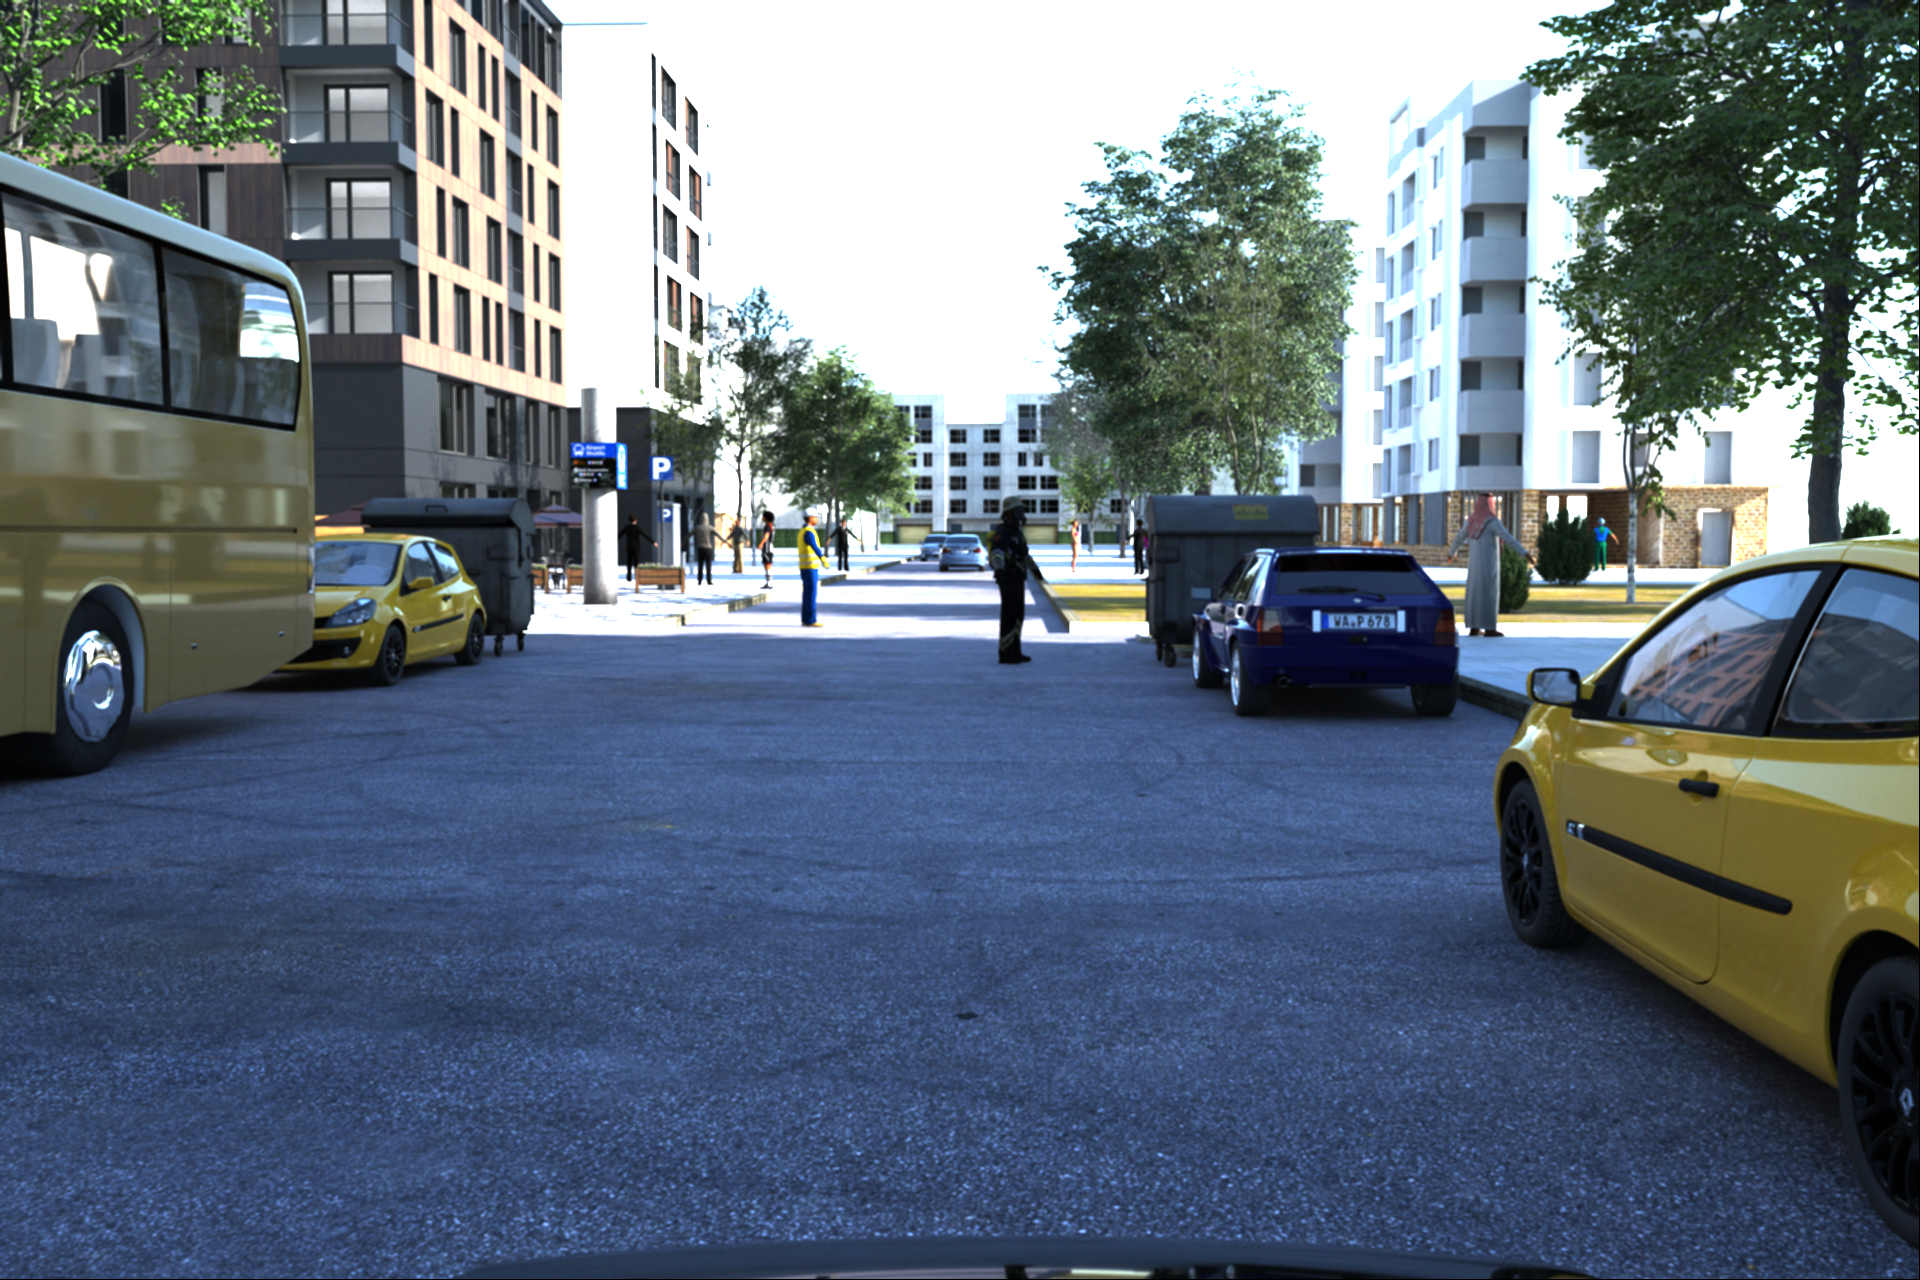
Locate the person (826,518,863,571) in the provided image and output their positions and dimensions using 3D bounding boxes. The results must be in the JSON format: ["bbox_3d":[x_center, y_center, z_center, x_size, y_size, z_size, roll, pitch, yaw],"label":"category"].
[{"bbox_3d":[-4.012,-3.286,59.658,1.347,1.837,0.705,-2,4,-26],"label":"person"}]

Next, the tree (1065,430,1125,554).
[{"bbox_3d":[8.407,-9.754,109.834,4.737,8.622,4.395,0,3,0],"label":"tree"}]

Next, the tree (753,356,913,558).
[{"bbox_3d":[-6.962,-9.583,91.092,8.767,10.594,7.601,-2,4,-27],"label":"tree"}]

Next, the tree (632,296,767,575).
[{"bbox_3d":[-8.467,-6.342,54.052,4.360,8.622,3.978,0,3,0],"label":"tree"}]

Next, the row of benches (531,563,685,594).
[{"bbox_3d":[-8.015,-1.336,37.314,4.104,0.672,1.422,-1,4,-11],"label":"row of benches"}]

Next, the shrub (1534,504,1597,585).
[{"bbox_3d":[15.172,-2.385,43.415,1.690,2.028,1.600,0,3,0],"label":"shrub"}]

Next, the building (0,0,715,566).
[{"bbox_3d":[-26.466,-13.701,67.986,27.936,21.610,32.646,0,4,2],"label":"building"}]

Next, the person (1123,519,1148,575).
[{"bbox_3d":[5.532,-2.898,54.102,1.216,1.740,0.721,-3,5,-42],"label":"person"}]

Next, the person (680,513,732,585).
[{"bbox_3d":[-6.396,-2.280,43.404,1.348,1.813,0.705,0,4,5],"label":"person"}]

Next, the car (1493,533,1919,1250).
[{"bbox_3d":[2.770,0.329,4.846,2.015,1.641,3.980,0,4,1],"label":"car"}]

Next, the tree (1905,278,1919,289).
[{"bbox_3d":[20.092,-6.778,28.941,7.486,12.596,7.792,0,3,0],"label":"tree"}]

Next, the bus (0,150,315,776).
[{"bbox_3d":[-6.401,-0.974,7.475,2.896,3.916,12.252,0,4,1],"label":"bus"}]

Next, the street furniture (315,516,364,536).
[{"bbox_3d":[-15.376,-2.226,43.244,11.010,1.723,9.812,-2,4,-26],"label":"street furniture"}]

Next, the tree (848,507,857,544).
[{"bbox_3d":[-13.834,-16.459,219.461,4.737,8.622,4.395,0,3,0],"label":"tree"}]

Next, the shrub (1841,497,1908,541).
[{"bbox_3d":[18.573,-1.928,35.559,1.661,2.075,1.752,0,3,0],"label":"shrub"}]

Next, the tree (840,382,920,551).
[{"bbox_3d":[-6.570,-12.933,129.589,7.486,12.596,7.792,0,3,0],"label":"tree"}]

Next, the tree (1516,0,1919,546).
[{"bbox_3d":[9.784,-6.162,18.874,7.486,12.596,7.792,0,3,0],"label":"tree"}]

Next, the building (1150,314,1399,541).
[{"bbox_3d":[26.189,-19.288,146.291,19.493,23.208,18.063,0,4,2],"label":"building"}]

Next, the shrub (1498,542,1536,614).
[{"bbox_3d":[8.802,-1.036,28.062,1.383,1.207,1.383,0,3,0],"label":"shrub"}]

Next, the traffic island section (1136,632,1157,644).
[{"bbox_3d":[3.373,-0.017,23.151,1.991,0.108,1.994,0,4,1],"label":"traffic island section"}]

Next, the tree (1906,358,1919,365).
[{"bbox_3d":[28.345,-8.286,42.127,9.857,13.997,8.962,0,3,0],"label":"tree"}]

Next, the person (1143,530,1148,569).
[{"bbox_3d":[6.851,-3.275,62.812,0.599,1.433,0.991,-2,4,-31],"label":"person"}]

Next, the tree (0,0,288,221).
[{"bbox_3d":[-11.595,-5.772,20.130,9.928,11.665,9.643,0,3,0],"label":"tree"}]

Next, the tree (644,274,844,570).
[{"bbox_3d":[-7.640,-7.778,61.579,7.601,10.594,8.767,-1,4,-13],"label":"tree"}]

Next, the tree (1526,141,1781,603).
[{"bbox_3d":[12.721,-4.988,31.916,4.737,8.622,4.395,0,3,0],"label":"tree"}]

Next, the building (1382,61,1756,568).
[{"bbox_3d":[23.935,-13.422,75.873,16.016,20.090,11.380,0,4,1],"label":"building"}]

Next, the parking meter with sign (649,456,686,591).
[{"bbox_3d":[-6.656,-2.657,39.700,0.543,3.016,1.738,0,4,2],"label":"parking meter with sign"}]

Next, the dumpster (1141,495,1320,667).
[{"bbox_3d":[2.964,-0.664,19.080,1.865,1.857,1.264,0,4,1],"label":"dumpster"}]

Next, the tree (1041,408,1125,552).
[{"bbox_3d":[9.418,-11.998,121.928,9.928,11.665,9.643,0,3,0],"label":"tree"}]

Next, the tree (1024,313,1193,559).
[{"bbox_3d":[8.542,-10.961,89.584,12.009,13.543,11.850,0,3,0],"label":"tree"}]

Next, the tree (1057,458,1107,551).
[{"bbox_3d":[9.057,-11.039,130.856,4.737,8.622,4.395,0,3,0],"label":"tree"}]

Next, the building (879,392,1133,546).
[{"bbox_3d":[6.398,-21.644,222.788,31.486,18.905,16.747,0,4,6],"label":"building"}]

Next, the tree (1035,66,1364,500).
[{"bbox_3d":[6.885,-8.716,49.157,9.857,13.997,8.962,0,3,0],"label":"tree"}]

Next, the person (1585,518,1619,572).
[{"bbox_3d":[21.865,-3.245,59.180,1.347,1.817,0.704,0,4,-1],"label":"person"}]

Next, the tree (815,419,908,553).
[{"bbox_3d":[-6.934,-11.222,117.898,7.601,10.594,8.767,1,4,13],"label":"tree"}]

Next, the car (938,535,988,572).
[{"bbox_3d":[0.121,-3.363,66.993,2.014,1.417,4.499,0,4,2],"label":"car"}]

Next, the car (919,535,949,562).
[{"bbox_3d":[-1.157,-4.857,91.408,2.014,1.417,4.499,0,4,1],"label":"car"}]

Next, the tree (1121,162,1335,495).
[{"bbox_3d":[5.784,-5.140,34.396,4.360,8.622,3.978,0,3,0],"label":"tree"}]

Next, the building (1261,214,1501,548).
[{"bbox_3d":[23.452,-15.157,104.236,16.016,20.090,11.380,0,4,1],"label":"building"}]

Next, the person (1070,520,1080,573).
[{"bbox_3d":[3.868,-3.089,57.310,0.721,1.733,1.217,0,4,7],"label":"person"}]

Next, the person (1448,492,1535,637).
[{"bbox_3d":[6.617,-0.957,21.788,0.704,1.811,1.347,-2,4,-32],"label":"person"}]

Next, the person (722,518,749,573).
[{"bbox_3d":[-7.302,-3.091,56.808,1.348,1.796,0.705,3,5,44],"label":"person"}]

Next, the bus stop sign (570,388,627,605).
[{"bbox_3d":[-6.556,-2.597,31.470,0.837,3.901,0.837,0,4,1],"label":"bus stop sign"}]

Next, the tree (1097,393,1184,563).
[{"bbox_3d":[7.858,-7.777,77.515,4.360,8.622,3.978,0,3,0],"label":"tree"}]

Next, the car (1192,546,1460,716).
[{"bbox_3d":[3.039,-0.147,14.983,1.945,1.354,3.894,0,4,1],"label":"car"}]

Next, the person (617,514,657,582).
[{"bbox_3d":[-8.735,-2.457,46.356,1.347,1.806,0.705,1,4,14],"label":"person"}]

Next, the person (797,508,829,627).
[{"bbox_3d":[-2.299,-1.126,26.830,0.705,1.833,1.349,-1,4,-19],"label":"person"}]

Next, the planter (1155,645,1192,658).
[{"bbox_3d":[3.368,0.021,20.796,1.991,0.319,1.994,0,4,2],"label":"planter"}]

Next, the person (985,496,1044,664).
[{"bbox_3d":[0.605,-0.673,19.245,0.705,1.856,1.354,1,4,22],"label":"person"}]

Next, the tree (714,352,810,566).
[{"bbox_3d":[-8.474,-7.262,69.096,4.360,8.622,3.978,0,3,0],"label":"tree"}]

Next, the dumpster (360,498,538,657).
[{"bbox_3d":[-6.100,-0.764,20.707,1.865,1.857,1.264,0,4,1],"label":"dumpster"}]

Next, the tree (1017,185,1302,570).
[{"bbox_3d":[7.200,-9.286,62.189,12.009,13.543,11.850,0,3,0],"label":"tree"}]

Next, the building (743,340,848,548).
[{"bbox_3d":[-21.056,-18.787,173.622,16.747,18.905,31.486,0,4,2],"label":"building"}]

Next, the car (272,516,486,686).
[{"bbox_3d":[-6.147,-0.449,17.558,2.015,1.641,3.980,0,4,1],"label":"car"}]

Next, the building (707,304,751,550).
[{"bbox_3d":[-24.155,-17.567,143.643,16.016,20.090,11.380,0,4,1],"label":"building"}]

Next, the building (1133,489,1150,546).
[{"bbox_3d":[28.579,-19.863,191.221,16.747,18.905,31.486,0,4,2],"label":"building"}]

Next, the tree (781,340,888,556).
[{"bbox_3d":[-7.543,-11.234,101.808,7.486,12.596,7.792,0,3,0],"label":"tree"}]

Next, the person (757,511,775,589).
[{"bbox_3d":[-4.529,-2.102,40.514,0.704,1.843,1.345,0,4,2],"label":"person"}]

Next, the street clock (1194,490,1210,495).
[{"bbox_3d":[3.952,-1.453,28.331,0.358,2.002,0.471,0,4,2],"label":"street clock"}]
